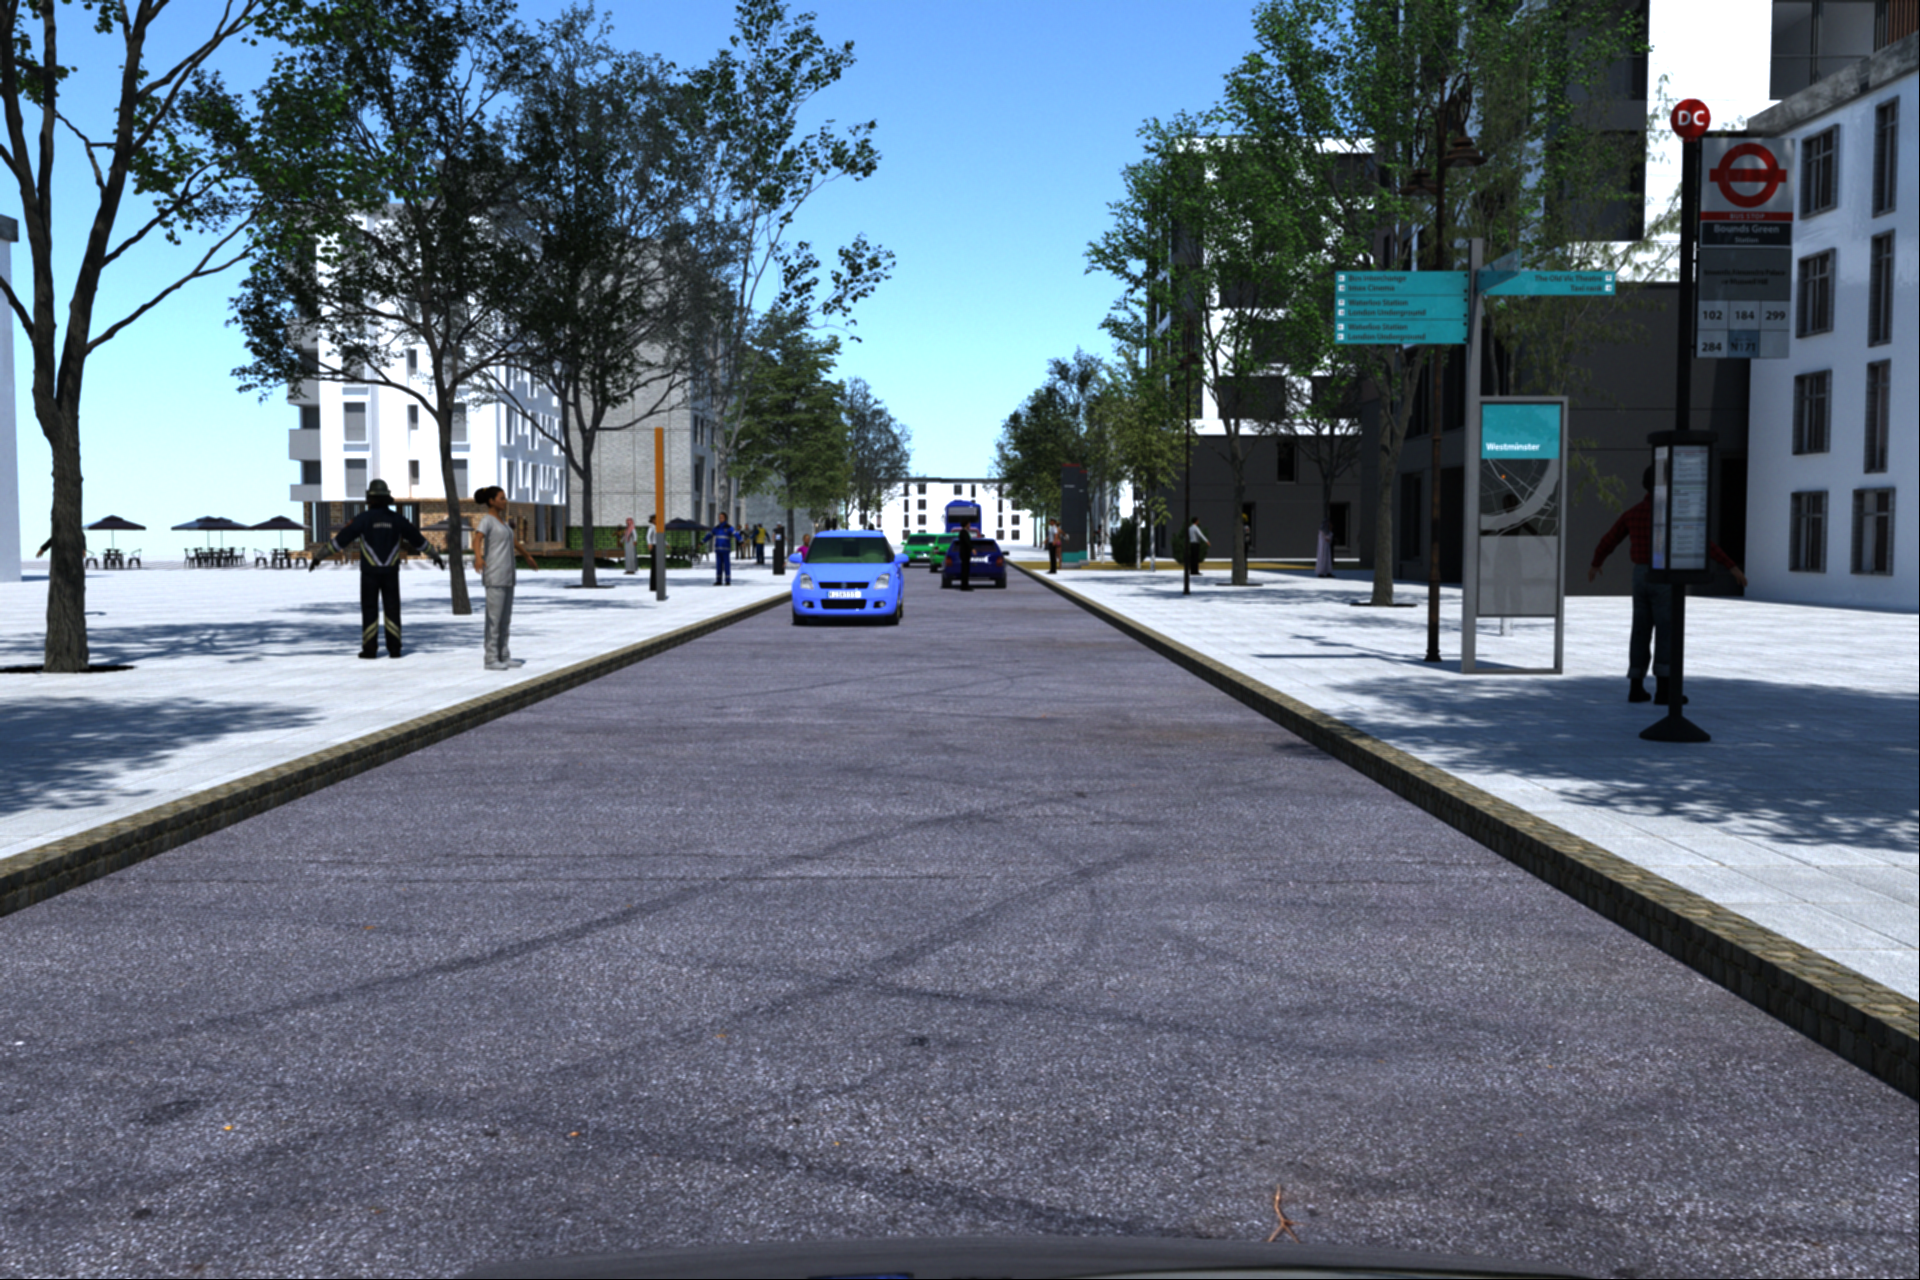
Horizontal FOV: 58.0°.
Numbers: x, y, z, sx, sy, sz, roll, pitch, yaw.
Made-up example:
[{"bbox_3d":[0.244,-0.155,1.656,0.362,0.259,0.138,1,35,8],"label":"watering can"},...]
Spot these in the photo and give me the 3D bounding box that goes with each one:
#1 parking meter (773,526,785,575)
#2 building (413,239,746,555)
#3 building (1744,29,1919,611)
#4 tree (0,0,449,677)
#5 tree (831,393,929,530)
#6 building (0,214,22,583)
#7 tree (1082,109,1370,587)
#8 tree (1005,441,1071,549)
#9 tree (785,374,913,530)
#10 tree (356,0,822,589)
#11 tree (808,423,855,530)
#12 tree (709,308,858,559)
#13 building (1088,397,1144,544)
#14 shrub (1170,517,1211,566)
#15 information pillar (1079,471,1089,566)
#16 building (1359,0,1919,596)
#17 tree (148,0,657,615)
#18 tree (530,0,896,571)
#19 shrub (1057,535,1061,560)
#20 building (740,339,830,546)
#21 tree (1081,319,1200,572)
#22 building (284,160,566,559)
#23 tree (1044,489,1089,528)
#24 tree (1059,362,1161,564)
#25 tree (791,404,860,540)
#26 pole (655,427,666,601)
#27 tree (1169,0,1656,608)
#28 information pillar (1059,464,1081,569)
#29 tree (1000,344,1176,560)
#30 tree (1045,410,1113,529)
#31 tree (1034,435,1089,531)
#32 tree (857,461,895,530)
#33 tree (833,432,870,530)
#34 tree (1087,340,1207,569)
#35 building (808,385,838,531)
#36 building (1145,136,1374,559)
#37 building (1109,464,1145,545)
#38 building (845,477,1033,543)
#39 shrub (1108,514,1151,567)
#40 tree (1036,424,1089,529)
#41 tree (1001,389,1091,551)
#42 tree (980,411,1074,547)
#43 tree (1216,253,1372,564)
[{"bbox_3d":[-5.707,-2.822,54.558,0.372,1.533,0.369,0,3,0],"label":"parking meter"},{"bbox_3d":[-24.892,-15.493,119.766,16.747,18.905,31.486,0,4,-1],"label":"building"},{"bbox_3d":[20.501,-4.839,21.261,9.099,9.664,28.070,0,4,0],"label":"building"},{"bbox_3d":[-8.222,-5.501,15.691,9.928,11.665,9.643,0,3,0],"label":"tree"},{"bbox_3d":[-8.336,-14.697,150.669,12.009,13.543,11.850,0,3,0],"label":"tree"},{"bbox_3d":[-25.901,-5.523,32.445,9.099,9.664,28.070,0,3,0],"label":"building"},{"bbox_3d":[6.817,-7.152,42.692,9.928,11.665,9.643,0,3,0],"label":"tree"},{"bbox_3d":[7.444,-13.364,152.906,7.601,10.594,8.767,-2,4,-32],"label":"tree"},{"bbox_3d":[-8.537,-13.565,132.159,12.009,13.543,11.850,0,3,0],"label":"tree"},{"bbox_3d":[-8.883,-7.970,40.675,12.009,13.543,11.850,0,3,0],"label":"tree"},{"bbox_3d":[-8.274,-9.607,107.438,4.737,8.622,4.395,0,3,0],"label":"tree"},{"bbox_3d":[-8.832,-10.386,87.932,7.486,12.596,7.792,0,3,0],"label":"tree"},{"bbox_3d":[26.658,-22.323,231.436,16.747,18.905,31.486,0,4,0],"label":"building"},{"bbox_3d":[9.188,-3.956,69.098,1.690,2.028,1.600,0,3,0],"label":"shrub"},{"bbox_3d":[4.890,-4.986,70.897,0.750,3.857,0.750,0,4,0],"label":"information pillar"},{"bbox_3d":[26.249,-12.677,51.243,27.936,21.610,32.646,0,3,0],"label":"building"},{"bbox_3d":[-8.280,-5.682,27.311,7.601,10.594,8.767,0,4,1],"label":"tree"},{"bbox_3d":[-7.991,-12.340,57.654,12.611,20.169,13.585,0,3,0],"label":"tree"},{"bbox_3d":[4.998,-4.576,79.233,1.690,2.028,1.600,0,3,0],"label":"shrub"},{"bbox_3d":[-24.864,-22.319,195.847,19.493,23.208,18.063,0,4,0],"label":"building"},{"bbox_3d":[6.349,-6.616,58.538,4.737,8.622,4.395,0,3,0],"label":"tree"},{"bbox_3d":[-28.185,-14.221,88.940,16.016,20.090,11.380,0,3,0],"label":"building"},{"bbox_3d":[16.248,-20.736,257.164,7.486,12.596,7.792,0,3,0],"label":"tree"},{"bbox_3d":[5.999,-7.634,75.178,4.360,8.622,3.978,0,3,0],"label":"tree"},{"bbox_3d":[-8.052,-9.004,97.572,4.737,8.622,4.395,0,3,0],"label":"tree"},{"bbox_3d":[-5.750,-2.409,33.227,0.158,3.312,0.155,0,3,0],"label":"pole"},{"bbox_3d":[7.673,-6.399,30.384,9.928,11.665,9.643,0,3,0],"label":"tree"},{"bbox_3d":[4.086,-4.576,64.201,0.750,3.857,0.750,0,4,-1],"label":"information pillar"},{"bbox_3d":[6.454,-9.195,84.756,8.767,10.594,7.601,-1,4,-13],"label":"tree"},{"bbox_3d":[6.380,-9.132,99.675,4.360,8.622,3.978,0,3,0],"label":"tree"},{"bbox_3d":[7.305,-10.618,123.969,4.737,8.622,4.395,0,3,0],"label":"tree"},{"bbox_3d":[-8.588,-13.206,166.272,4.737,8.622,4.395,0,3,0],"label":"tree"},{"bbox_3d":[-8.765,-10.499,122.026,4.360,8.622,3.978,0,3,0],"label":"tree"},{"bbox_3d":[6.882,-6.962,64.199,4.737,8.622,4.395,0,3,0],"label":"tree"},{"bbox_3d":[-24.766,-21.707,221.359,16.747,18.905,31.486,0,4,-1],"label":"building"},{"bbox_3d":[25.007,-15.991,105.435,27.936,21.610,32.646,0,4,0],"label":"building"},{"bbox_3d":[22.355,-15.416,194.201,9.099,9.664,28.070,0,3,0],"label":"building"},{"bbox_3d":[-3.017,-19.091,256.746,28.070,9.664,9.099,0,4,-2],"label":"building"},{"bbox_3d":[6.685,-3.928,68.258,1.661,2.075,1.752,0,3,0],"label":"shrub"},{"bbox_3d":[6.832,-10.057,114.790,4.737,8.622,4.395,0,3,0],"label":"tree"},{"bbox_3d":[6.819,-13.254,134.836,7.486,12.596,7.792,0,3,0],"label":"tree"},{"bbox_3d":[7.257,-15.677,166.681,12.009,13.543,11.850,0,3,0],"label":"tree"},{"bbox_3d":[15.676,-9.988,73.670,12.009,13.543,11.850,0,3,0],"label":"tree"}]
